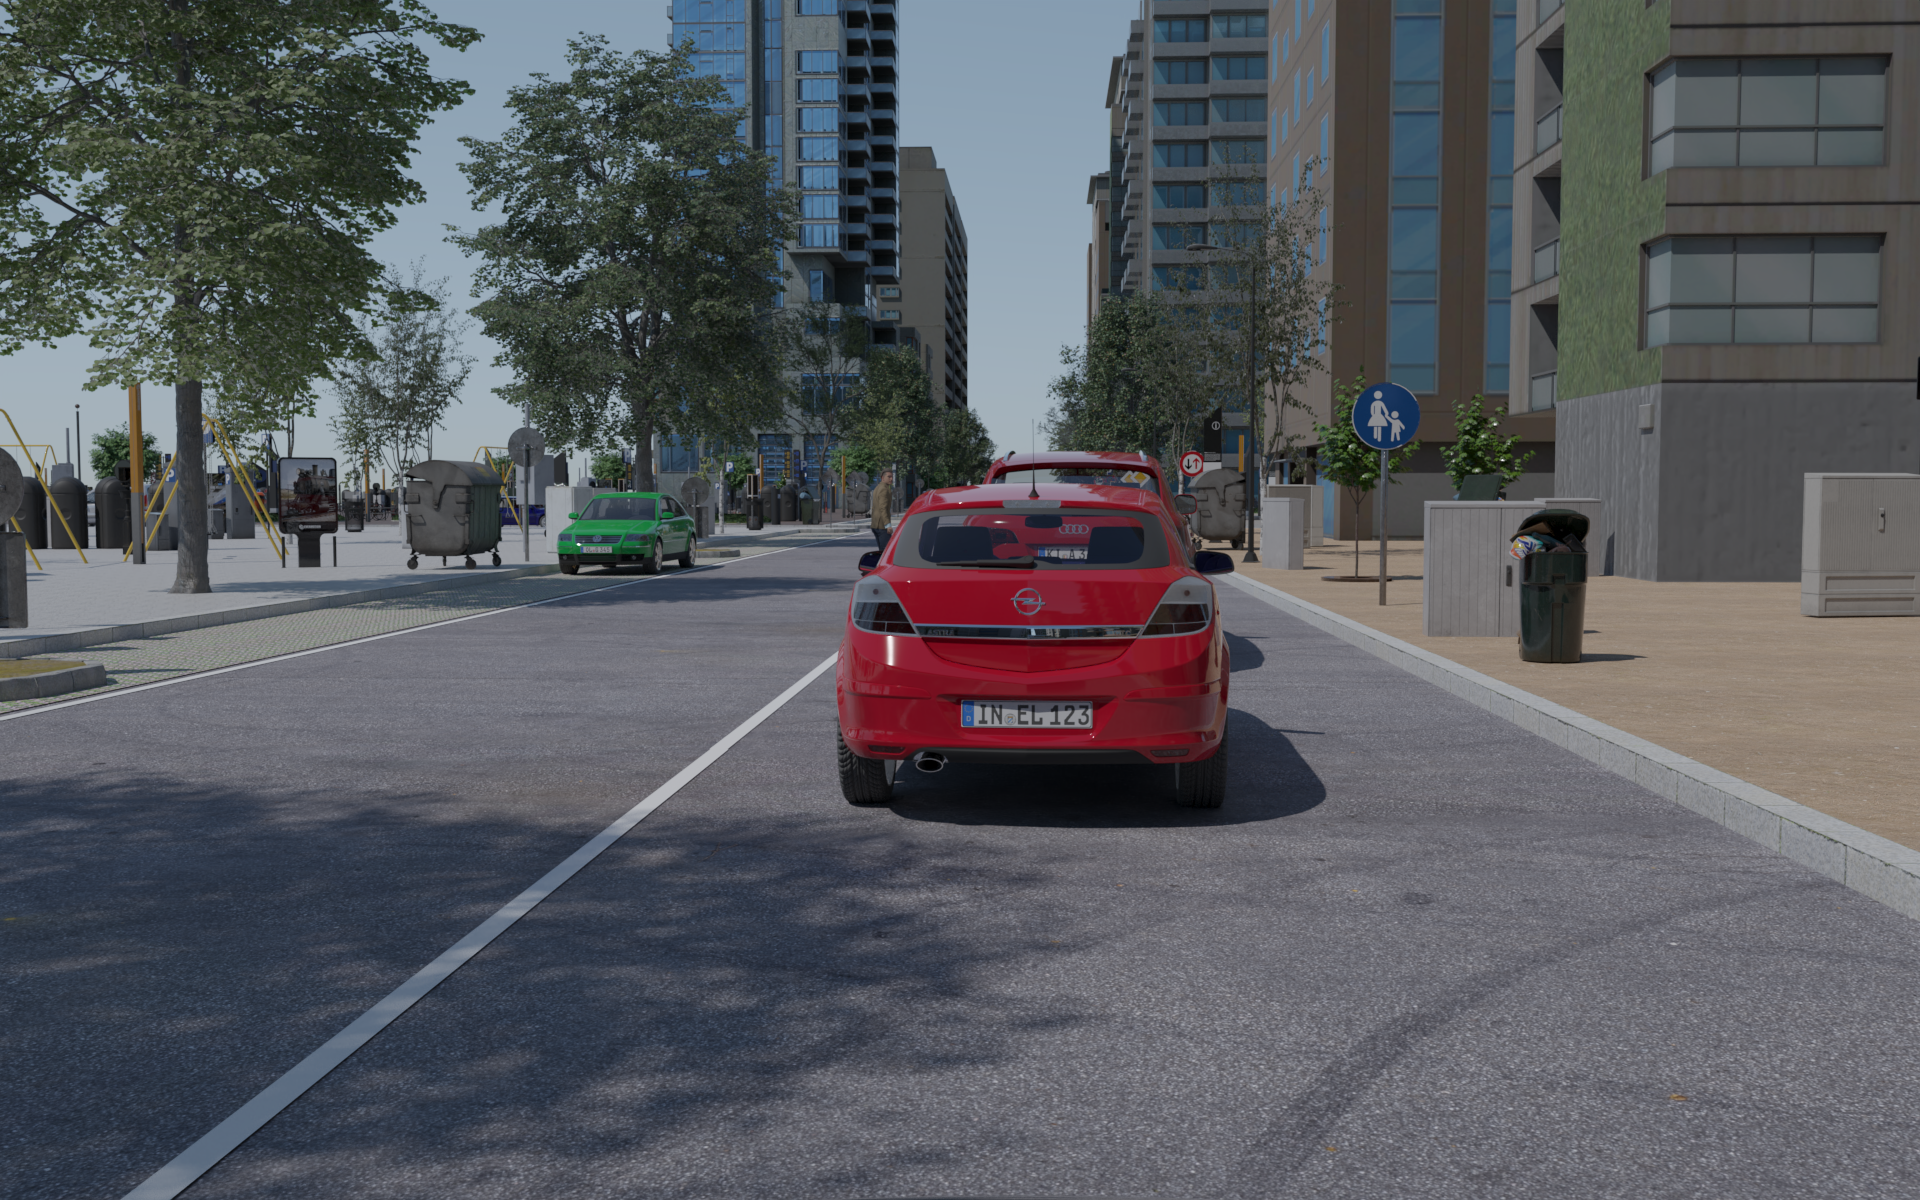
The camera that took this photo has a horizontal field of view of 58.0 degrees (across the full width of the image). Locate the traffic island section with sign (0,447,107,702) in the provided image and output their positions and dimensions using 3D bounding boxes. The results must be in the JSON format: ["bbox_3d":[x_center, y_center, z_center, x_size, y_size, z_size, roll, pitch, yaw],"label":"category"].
[{"bbox_3d":[-7.392,-0.236,12.486,1.989,1.847,2.006,0,4,3],"label":"traffic island section with sign"}]

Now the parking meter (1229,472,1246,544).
[{"bbox_3d":[7.179,-2.391,44.807,0.399,1.863,0.255,-2,4,-30],"label":"parking meter"}]

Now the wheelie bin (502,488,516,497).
[{"bbox_3d":[-22.832,-4.921,88.359,0.980,1.594,0.693,-1,4,-12],"label":"wheelie bin"}]

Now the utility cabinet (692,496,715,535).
[{"bbox_3d":[-8.096,-2.660,54.649,0.306,1.237,1.020,1,4,20],"label":"utility cabinet"}]

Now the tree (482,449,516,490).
[{"bbox_3d":[-33.391,-8.701,125.968,4.285,4.588,4.351,0,3,0],"label":"tree"}]

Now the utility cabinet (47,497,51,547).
[{"bbox_3d":[-22.156,-1.890,42.061,1.020,1.237,0.306,2,4,26],"label":"utility cabinet"}]

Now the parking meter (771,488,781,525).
[{"bbox_3d":[-7.639,-3.885,71.928,0.372,1.533,0.369,0,3,0],"label":"parking meter"}]

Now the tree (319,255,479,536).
[{"bbox_3d":[-17.344,-6.284,53.112,4.360,8.622,3.978,0,3,0],"label":"tree"}]

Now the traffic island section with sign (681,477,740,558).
[{"bbox_3d":[-6.069,-1.883,39.409,1.989,1.847,2.006,0,4,3],"label":"traffic island section with sign"}]

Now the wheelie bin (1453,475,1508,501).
[{"bbox_3d":[8.555,-1.255,28.433,0.980,1.594,0.693,3,5,40],"label":"wheelie bin"}]

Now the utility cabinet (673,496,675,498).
[{"bbox_3d":[-10.588,-3.164,62.890,0.306,1.237,1.020,0,4,3],"label":"utility cabinet"}]

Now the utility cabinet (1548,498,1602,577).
[{"bbox_3d":[9.410,-0.958,26.825,1.020,1.237,0.306,-1,4,-17],"label":"utility cabinet"}]

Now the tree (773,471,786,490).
[{"bbox_3d":[-12.849,-8.154,127.926,1.663,3.219,1.824,0,3,0],"label":"tree"}]

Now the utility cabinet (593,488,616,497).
[{"bbox_3d":[-13.226,-3.380,63.938,0.318,1.500,1.173,2,4,31],"label":"utility cabinet"}]

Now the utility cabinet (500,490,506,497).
[{"bbox_3d":[-24.387,-5.147,92.828,0.318,1.500,1.173,0,4,-2],"label":"utility cabinet"}]

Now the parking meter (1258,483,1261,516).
[{"bbox_3d":[15.649,-5.140,89.745,0.399,1.863,0.255,1,4,16],"label":"parking meter"}]

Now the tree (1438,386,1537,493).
[{"bbox_3d":[8.989,-2.192,30.442,1.663,3.219,1.824,0,3,0],"label":"tree"}]

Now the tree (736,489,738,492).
[{"bbox_3d":[-19.322,-9.186,144.785,1.663,3.219,1.824,0,3,0],"label":"tree"}]

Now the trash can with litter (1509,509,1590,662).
[{"bbox_3d":[4.522,-0.128,13.488,0.624,1.170,1.055,1,4,9],"label":"trash can with litter"}]

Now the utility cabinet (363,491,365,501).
[{"bbox_3d":[-47.400,-7.920,138.174,0.318,1.500,1.173,-1,4,-13],"label":"utility cabinet"}]

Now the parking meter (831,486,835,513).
[{"bbox_3d":[-8.772,-6.960,119.500,0.255,1.863,0.399,-1,4,-16],"label":"parking meter"}]

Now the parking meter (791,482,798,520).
[{"bbox_3d":[-8.162,-4.874,85.397,0.255,1.863,0.399,-2,4,-25],"label":"parking meter"}]

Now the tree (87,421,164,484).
[{"bbox_3d":[-37.309,-5.729,77.390,4.285,4.588,4.351,0,3,0],"label":"tree"}]

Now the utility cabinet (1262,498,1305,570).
[{"bbox_3d":[5.539,-1.133,29.683,0.306,1.237,1.020,-1,4,-17],"label":"utility cabinet"}]

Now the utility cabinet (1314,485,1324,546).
[{"bbox_3d":[8.574,-2.060,42.354,0.318,1.500,1.173,0,4,-6],"label":"utility cabinet"}]

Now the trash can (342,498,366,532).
[{"bbox_3d":[-20.338,-2.844,58.152,0.748,1.137,0.748,0,3,0],"label":"trash can"}]

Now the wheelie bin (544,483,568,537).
[{"bbox_3d":[-11.992,-2.667,51.513,0.980,1.594,0.693,1,4,10],"label":"wheelie bin"}]

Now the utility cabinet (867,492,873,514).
[{"bbox_3d":[-6.037,-6.156,109.337,1.173,1.500,0.318,2,4,25],"label":"utility cabinet"}]

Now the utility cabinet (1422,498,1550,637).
[{"bbox_3d":[4.728,-0.274,15.635,1.020,1.237,0.306,0,4,4],"label":"utility cabinet"}]

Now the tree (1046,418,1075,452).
[{"bbox_3d":[15.064,-19.126,230.829,7.486,12.596,7.792,0,3,0],"label":"tree"}]

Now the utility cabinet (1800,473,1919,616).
[{"bbox_3d":[9.416,-0.574,18.056,1.173,1.500,0.318,-1,4,-9],"label":"utility cabinet"}]

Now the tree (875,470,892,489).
[{"bbox_3d":[-6.552,-11.564,139.439,4.360,8.622,3.978,0,3,0],"label":"tree"}]

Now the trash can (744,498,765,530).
[{"bbox_3d":[-7.254,-3.035,61.268,0.748,1.137,0.748,0,3,0],"label":"trash can"}]

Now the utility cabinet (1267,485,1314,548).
[{"bbox_3d":[7.634,-1.945,40.485,1.173,1.500,0.318,-2,4,-23],"label":"utility cabinet"}]

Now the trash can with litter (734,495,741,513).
[{"bbox_3d":[-13.821,-6.138,111.406,2.233,1.210,1.678,-3,5,-44],"label":"trash can with litter"}]

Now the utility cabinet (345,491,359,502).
[{"bbox_3d":[-51.323,-8.417,146.299,1.173,1.500,0.318,-1,4,-14],"label":"utility cabinet"}]

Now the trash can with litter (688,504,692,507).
[{"bbox_3d":[-17.671,-6.178,112.062,1.678,1.210,2.233,0,4,4],"label":"trash can with litter"}]

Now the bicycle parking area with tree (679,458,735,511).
[{"bbox_3d":[-19.065,-9.028,134.611,9.016,4.147,8.231,-1,4,-21],"label":"bicycle parking area with tree"}]

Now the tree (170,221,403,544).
[{"bbox_3d":[-17.370,-5.730,44.047,4.737,8.622,4.395,0,3,0],"label":"tree"}]

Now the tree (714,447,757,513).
[{"bbox_3d":[-15.538,-8.347,120.192,4.285,4.588,4.351,0,3,0],"label":"tree"}]

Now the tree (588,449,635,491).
[{"bbox_3d":[-23.566,-8.180,117.449,4.285,4.588,4.351,0,3,0],"label":"tree"}]

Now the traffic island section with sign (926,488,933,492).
[{"bbox_3d":[-2.045,-6.935,122.022,1.989,1.847,2.006,0,4,3],"label":"traffic island section with sign"}]

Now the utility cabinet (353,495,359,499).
[{"bbox_3d":[-42.701,-6.814,122.575,0.306,1.237,1.020,-2,4,-34],"label":"utility cabinet"}]

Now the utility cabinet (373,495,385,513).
[{"bbox_3d":[-40.490,-6.701,120.716,1.020,1.237,0.306,3,5,42],"label":"utility cabinet"}]

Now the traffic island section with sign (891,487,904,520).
[{"bbox_3d":[-3.365,-5.289,95.099,1.989,1.847,2.006,0,4,3],"label":"traffic island section with sign"}]

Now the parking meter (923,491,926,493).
[{"bbox_3d":[-3.011,-8.542,148.066,0.372,1.533,0.369,0,3,0],"label":"parking meter"}]
